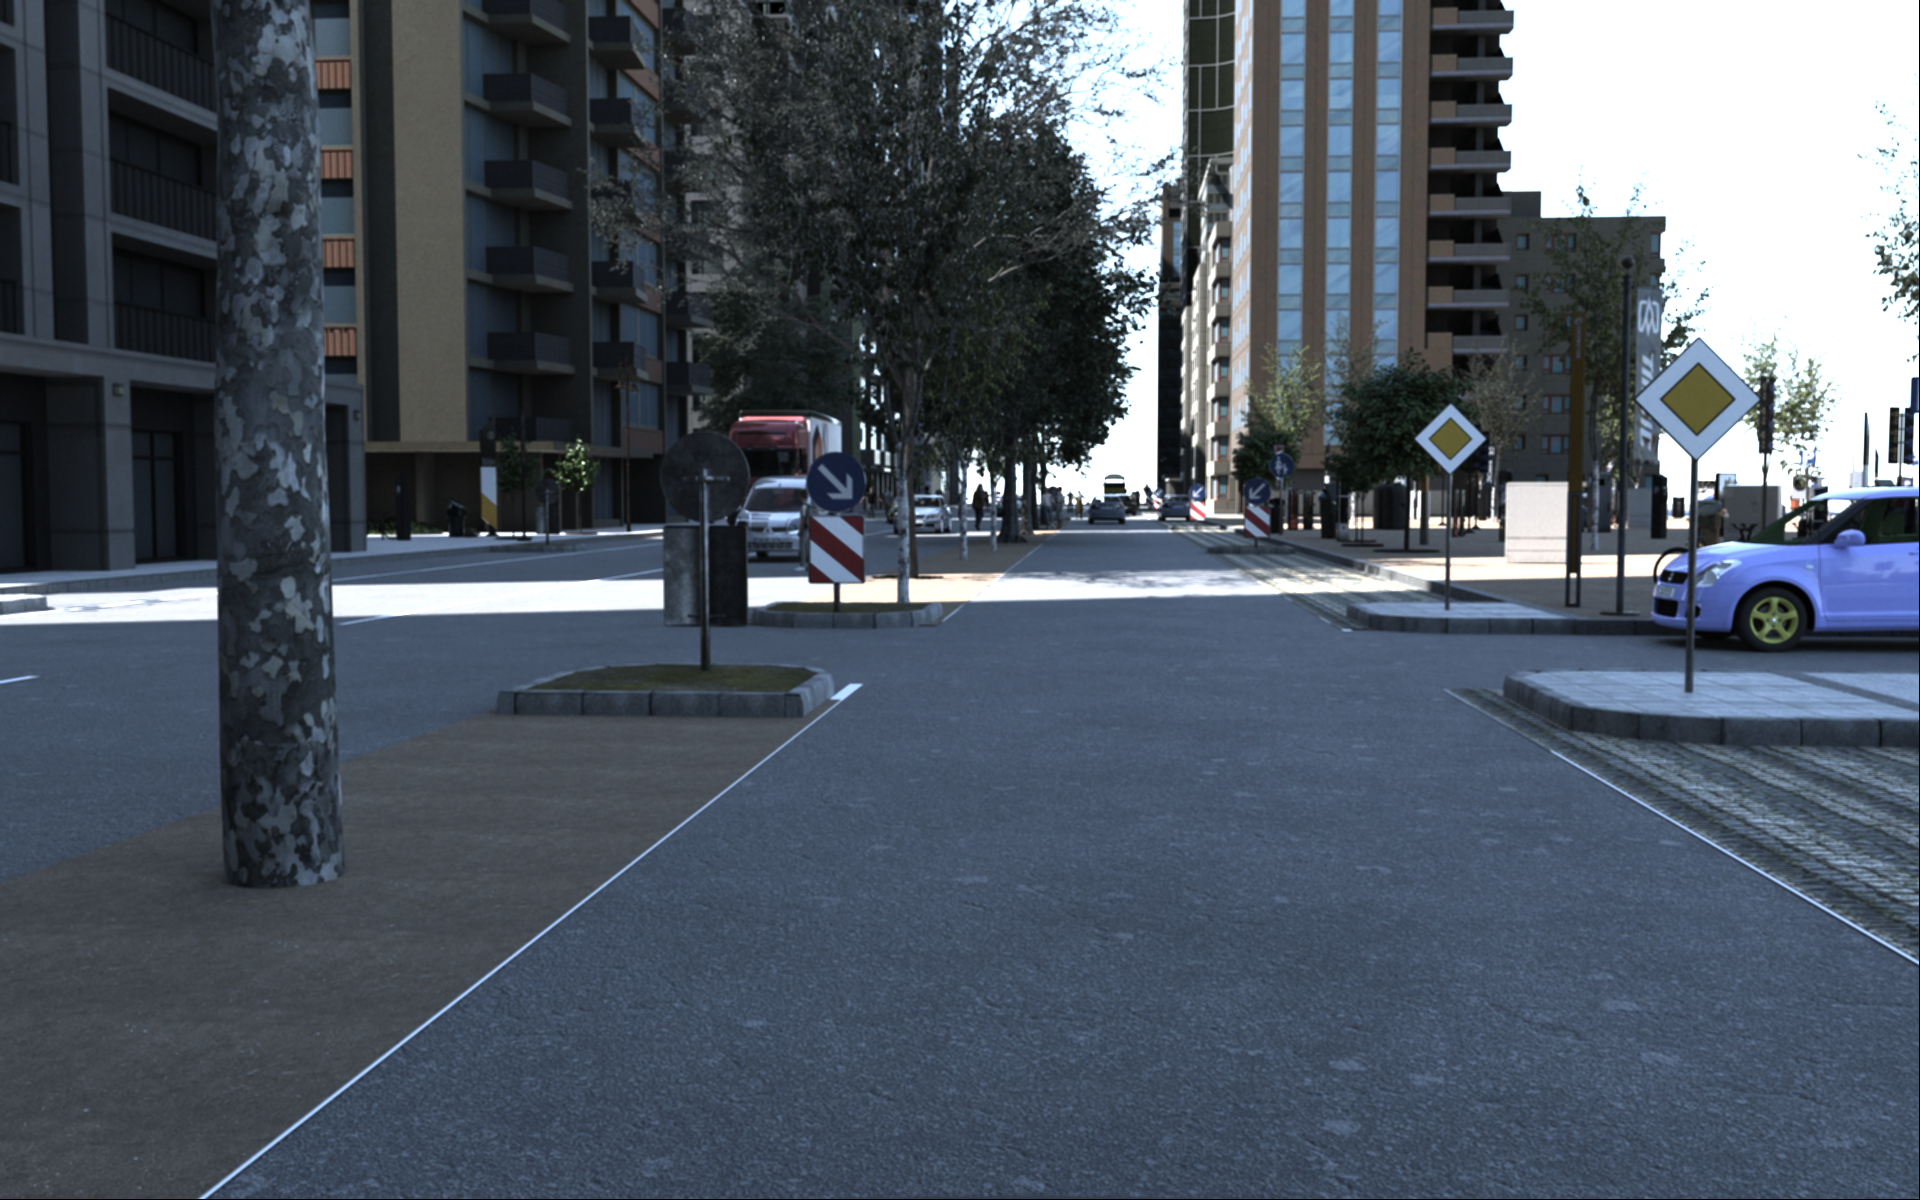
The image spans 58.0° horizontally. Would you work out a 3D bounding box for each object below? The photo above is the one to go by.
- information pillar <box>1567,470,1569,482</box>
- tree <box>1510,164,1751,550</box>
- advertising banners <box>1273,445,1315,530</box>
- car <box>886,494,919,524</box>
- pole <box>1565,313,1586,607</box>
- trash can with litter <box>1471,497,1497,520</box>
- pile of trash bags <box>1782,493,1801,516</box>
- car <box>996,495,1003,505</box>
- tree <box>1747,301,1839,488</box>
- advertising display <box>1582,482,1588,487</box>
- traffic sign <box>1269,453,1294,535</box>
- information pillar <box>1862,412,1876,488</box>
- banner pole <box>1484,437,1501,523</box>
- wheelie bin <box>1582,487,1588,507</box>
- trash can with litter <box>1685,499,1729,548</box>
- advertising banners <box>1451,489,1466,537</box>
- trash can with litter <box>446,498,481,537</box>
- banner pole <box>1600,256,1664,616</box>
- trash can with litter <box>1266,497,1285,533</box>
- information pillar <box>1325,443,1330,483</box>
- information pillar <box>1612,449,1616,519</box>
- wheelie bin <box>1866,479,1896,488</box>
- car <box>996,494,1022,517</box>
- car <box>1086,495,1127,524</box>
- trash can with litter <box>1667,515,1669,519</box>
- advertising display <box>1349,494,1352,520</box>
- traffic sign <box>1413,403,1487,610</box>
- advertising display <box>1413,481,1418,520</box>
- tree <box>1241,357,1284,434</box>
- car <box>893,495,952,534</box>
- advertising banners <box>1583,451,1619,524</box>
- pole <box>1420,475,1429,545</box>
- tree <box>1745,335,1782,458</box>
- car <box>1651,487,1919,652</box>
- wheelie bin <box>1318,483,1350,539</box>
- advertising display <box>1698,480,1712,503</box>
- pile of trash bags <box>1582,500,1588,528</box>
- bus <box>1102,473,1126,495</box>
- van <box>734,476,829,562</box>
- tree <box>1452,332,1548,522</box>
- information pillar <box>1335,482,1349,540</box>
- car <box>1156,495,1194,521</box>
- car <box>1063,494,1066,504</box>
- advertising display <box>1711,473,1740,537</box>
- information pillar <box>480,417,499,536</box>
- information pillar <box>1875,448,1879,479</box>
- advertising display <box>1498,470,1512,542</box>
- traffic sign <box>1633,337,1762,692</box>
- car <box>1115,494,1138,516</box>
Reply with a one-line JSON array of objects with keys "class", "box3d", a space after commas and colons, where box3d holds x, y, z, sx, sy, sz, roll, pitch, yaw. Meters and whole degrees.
[{"class": "information pillar", "box3d": [18.461, -2.914, 52.140, 0.304, 2.012, 0.304, -1, 4, -9]}, {"class": "tree", "box3d": [14.734, -5.437, 39.265, 4.737, 8.622, 4.395, 0, 3, 0]}, {"class": "advertising banners", "box3d": [11.910, -4.010, 61.758, 2.074, 3.025, 0.090, -2, 4, -34]}, {"class": "car", "box3d": [-2.525, -4.528, 84.254, 2.015, 1.641, 3.980, 0, 4, 3]}, {"class": "pole", "box3d": [6.974, -1.576, 19.614, 0.158, 3.312, 0.155, 0, 3, 0]}, {"class": "trash can with litter", "box3d": [26.757, -4.665, 87.332, 2.233, 1.210, 1.678, 2, 4, 25]}, {"class": "pile of trash bags", "box3d": [42.453, -4.939, 90.505, 3.447, 1.369, 1.912, -1, 4, -16]}, {"class": "car", "box3d": [4.388, -10.355, 181.666, 2.083, 1.381, 4.827, 0, 4, 6]}, {"class": "tree", "box3d": [30.617, -7.041, 65.483, 4.737, 8.622, 4.395, 0, 3, 0]}, {"class": "advertising display", "box3d": [32.074, -5.139, 89.240, 0.123, 1.923, 0.974, 3, 5, 41]}, {"class": "traffic sign", "box3d": [10.061, -3.312, 54.263, 0.768, 2.556, 0.104, 0, 4, 7]}, {"class": "information pillar", "box3d": [25.867, -3.554, 49.469, 0.183, 3.616, 0.504, 3, 4, 39]}, {"class": "banner pole", "box3d": [23.580, -5.297, 76.620, 0.863, 3.779, 0.401, 0, 4, 5]}, {"class": "wheelie bin", "box3d": [26.556, -4.024, 73.694, 0.693, 1.594, 0.980, -1, 4, -23]}, {"class": "trash can with litter", "box3d": [15.121, -1.451, 35.110, 0.624, 1.170, 1.055, 3, 5, 39]}, {"class": "advertising banners", "box3d": [14.767, -3.385, 51.528, 0.090, 3.025, 2.074, 2, 4, 30]}, {"class": "trash can with litter", "box3d": [-14.776, -2.460, 51.600, 1.055, 1.170, 0.624, 1, 4, 18]}, {"class": "banner pole", "box3d": [7.220, -1.740, 18.465, 0.863, 3.779, 0.401, -2, 4, -34]}, {"class": "trash can with litter", "box3d": [10.302, -2.773, 56.732, 0.624, 1.170, 1.055, 0, 4, 6]}, {"class": "information pillar", "box3d": [16.774, -5.367, 79.103, 0.183, 3.616, 0.504, 0, 4, -5]}, {"class": "information pillar", "box3d": [33.784, -6.025, 89.867, 0.504, 3.616, 0.183, -1, 4, -12]}, {"class": "wheelie bin", "box3d": [19.427, -1.750, 36.515, 0.980, 1.594, 0.693, -2, 4, -31]}, {"class": "car", "box3d": [3.352, -6.043, 110.608, 2.131, 1.459, 4.920, 0, 4, 6]}, {"class": "car", "box3d": [7.112, -4.407, 84.064, 2.014, 1.417, 4.499, 0, 4, 4]}, {"class": "trash can with litter", "box3d": [35.390, -4.744, 88.620, 1.678, 1.210, 2.233, -3, 4, -36]}, {"class": "advertising display", "box3d": [19.522, -5.002, 87.003, 0.123, 1.923, 0.974, 3, 4, 39]}, {"class": "traffic sign", "box3d": [5.393, -0.946, 19.117, 0.795, 2.450, 0.064, 0, 4, 5]}, {"class": "advertising display", "box3d": [22.692, -4.959, 86.298, 0.123, 1.923, 0.974, 0, 4, 8]}, {"class": "tree", "box3d": [16.693, -8.474, 88.912, 4.360, 8.622, 3.978, 0, 3, 0]}, {"class": "car", "box3d": [-1.344, -3.160, 63.664, 2.014, 1.417, 4.499, 0, 4, 6]}, {"class": "advertising banners", "box3d": [25.767, -4.550, 70.581, 2.074, 3.025, 0.090, -1, 4, -9]}, {"class": "pole", "box3d": [11.762, -3.055, 43.789, 0.158, 3.312, 0.155, 0, 3, 0]}, {"class": "tree", "box3d": [36.217, -7.573, 74.177, 4.360, 8.622, 3.978, 0, 3, 0]}, {"class": "car", "box3d": [8.517, -0.412, 16.333, 3.694, 1.707, 1.945, 0, 4, 5]}, {"class": "wheelie bin", "box3d": [10.789, -2.583, 50.140, 0.980, 1.594, 0.693, -1, 4, -21]}, {"class": "advertising display", "box3d": [34.927, -4.656, 81.340, 0.974, 1.923, 0.123, 2, 4, 33]}, {"class": "pile of trash bags", "box3d": [22.084, -3.420, 65.666, 3.447, 1.369, 1.912, -1, 4, -11]}, {"class": "bus", "box3d": [18.443, -13.181, 207.053, 2.896, 3.916, 12.252, 0, 4, 5]}, {"class": "van", "box3d": [-3.882, -1.895, 37.998, 2.013, 2.044, 4.112, 0, 4, 3]}, {"class": "tree", "box3d": [24.793, -7.926, 79.955, 4.360, 8.622, 3.978, 0, 3, 0]}, {"class": "information pillar", "box3d": [10.763, -2.706, 48.733, 0.304, 2.012, 0.304, 0, 4, -5]}, {"class": "car", "box3d": [11.419, -4.864, 91.536, 2.014, 1.417, 4.499, 0, 4, 4]}, {"class": "car", "box3d": [13.903, -14.309, 242.987, 2.155, 1.783, 4.494, 0, 4, 3]}, {"class": "advertising display", "box3d": [23.044, -2.870, 52.139, 0.974, 1.923, 0.123, -2, 4, -35]}, {"class": "information pillar", "box3d": [-14.337, -3.752, 52.702, 0.504, 3.616, 0.183, -3, 4, -37]}, {"class": "information pillar", "box3d": [46.455, -5.901, 87.840, 0.183, 3.616, 0.504, 1, 4, 12]}, {"class": "advertising display", "box3d": [14.679, -2.536, 46.685, 0.123, 1.923, 0.974, 0, 4, 4]}, {"class": "traffic sign", "box3d": [4.721, -0.460, 11.160, 0.795, 2.450, 0.064, 0, 4, 5]}, {"class": "car", "box3d": [10.766, -6.399, 114.410, 2.009, 1.686, 4.222, 0, 4, 5]}]
